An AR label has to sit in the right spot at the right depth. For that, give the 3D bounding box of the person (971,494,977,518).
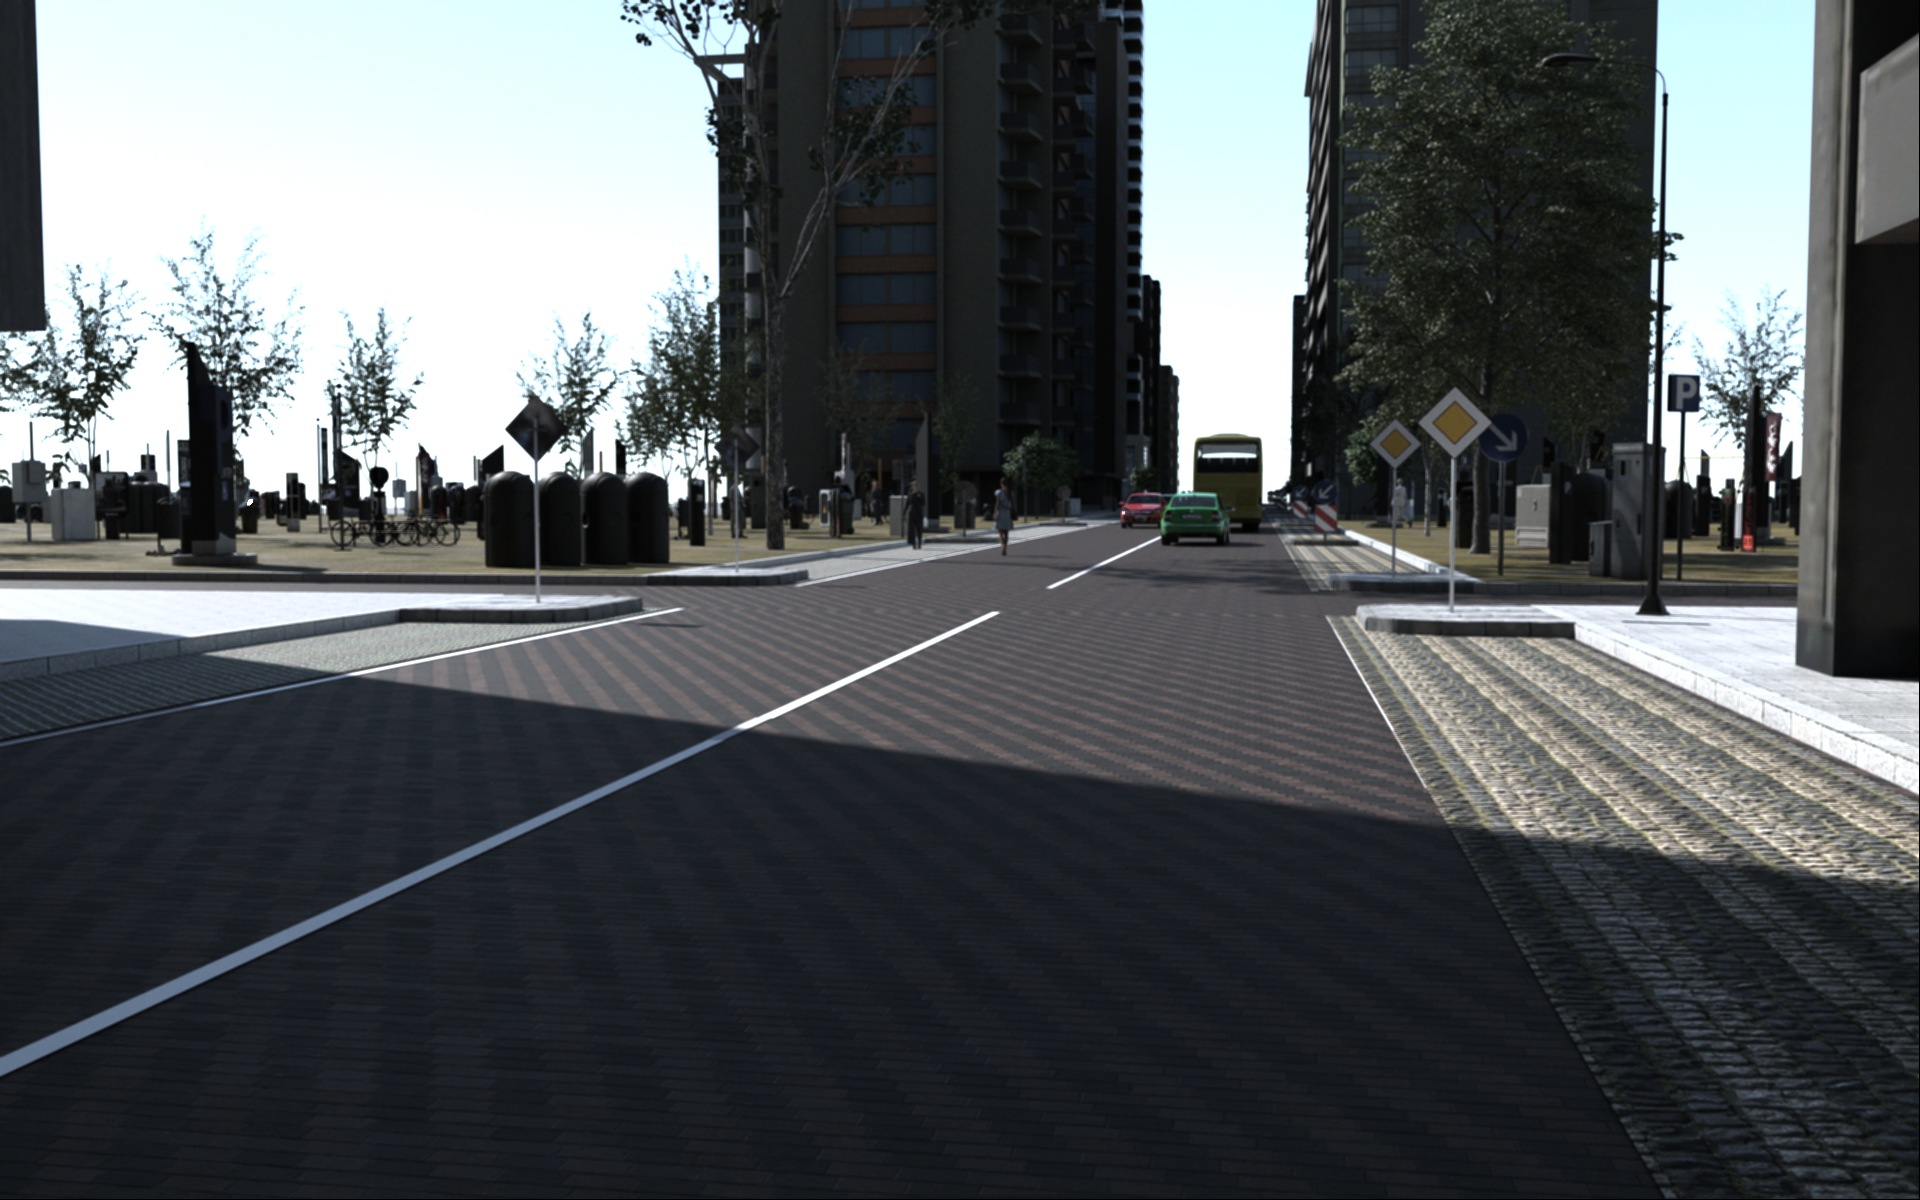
[{"bbox_3d":[0.668,-4.941,91.114,0.394,1.301,0.425,2,4,27],"label":"person"}]

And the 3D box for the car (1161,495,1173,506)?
[{"bbox_3d":[11.791,-5.325,99.074,2.014,1.417,4.499,1,4,10],"label":"car"}]

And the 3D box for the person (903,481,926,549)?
[{"bbox_3d":[-1.168,-2.194,44.798,0.576,1.772,0.534,-1,4,-16],"label":"person"}]

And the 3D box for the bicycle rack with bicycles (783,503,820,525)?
[{"bbox_3d":[-7.291,-3.626,72.664,2.925,0.926,2.852,-3,5,-40],"label":"bicycle rack with bicycles"}]

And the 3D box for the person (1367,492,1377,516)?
[{"bbox_3d":[24.700,-5.719,102.815,1.065,1.426,0.557,2,4,30],"label":"person"}]

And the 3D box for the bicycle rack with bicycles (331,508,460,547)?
[{"bbox_3d":[-13.773,-1.826,43.238,2.925,0.926,2.852,1,4,14],"label":"bicycle rack with bicycles"}]

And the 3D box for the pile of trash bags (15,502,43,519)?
[{"bbox_3d":[-47.154,-4.868,89.339,3.447,1.369,1.912,-2,4,-32],"label":"pile of trash bags"}]

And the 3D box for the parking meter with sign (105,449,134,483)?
[{"bbox_3d":[-32.581,-4.395,68.122,1.738,3.016,0.543,-2,4,-31],"label":"parking meter with sign"}]

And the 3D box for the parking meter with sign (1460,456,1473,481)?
[{"bbox_3d":[23.637,-5.040,78.668,1.738,3.016,0.543,3,4,38],"label":"parking meter with sign"}]

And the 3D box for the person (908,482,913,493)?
[{"bbox_3d":[-2.029,-3.960,71.207,0.534,1.772,0.576,-1,4,-9],"label":"person"}]

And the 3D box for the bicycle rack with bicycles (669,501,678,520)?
[{"bbox_3d":[-14.445,-4.438,85.946,2.852,0.926,2.925,3,5,40],"label":"bicycle rack with bicycles"}]

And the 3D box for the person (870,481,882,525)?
[{"bbox_3d":[-3.507,-4.032,71.947,0.573,1.828,0.580,-2,4,-23],"label":"person"}]

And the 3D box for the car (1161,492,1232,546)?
[{"bbox_3d":[6.795,-2.501,49.680,1.959,1.807,4.718,1,4,11],"label":"car"}]

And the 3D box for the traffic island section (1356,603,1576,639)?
[{"bbox_3d":[5.364,0.216,18.749,2.009,0.180,2.903,1,4,10],"label":"traffic island section"}]

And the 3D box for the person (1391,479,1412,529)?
[{"bbox_3d":[16.011,-3.481,62.834,0.818,1.842,0.514,2,4,35],"label":"person"}]

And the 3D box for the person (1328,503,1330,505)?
[{"bbox_3d":[22.607,-6.117,106.717,0.551,1.740,0.621,0,4,-3],"label":"person"}]

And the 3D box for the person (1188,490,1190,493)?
[{"bbox_3d":[16.748,-7.208,127.068,1.217,1.735,0.721,2,4,25],"label":"person"}]

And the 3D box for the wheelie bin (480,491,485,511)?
[{"bbox_3d":[-20.935,-4.256,77.494,0.980,1.594,0.693,-3,5,-42],"label":"wheelie bin"}]

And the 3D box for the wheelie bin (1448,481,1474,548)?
[{"bbox_3d":[12.095,-2.029,41.086,0.980,1.594,0.693,0,4,-1],"label":"wheelie bin"}]

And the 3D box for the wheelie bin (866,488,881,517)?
[{"bbox_3d":[-4.754,-5.344,95.290,0.693,1.594,0.980,-3,5,-40],"label":"wheelie bin"}]

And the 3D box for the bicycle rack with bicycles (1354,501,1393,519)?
[{"bbox_3d":[21.915,-4.705,90.314,2.852,0.926,2.925,2,4,35],"label":"bicycle rack with bicycles"}]

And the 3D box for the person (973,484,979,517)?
[{"bbox_3d":[0.809,-5.562,96.951,0.822,1.834,0.622,-2,4,-35],"label":"person"}]

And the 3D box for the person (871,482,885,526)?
[{"bbox_3d":[-3.318,-3.922,70.582,0.534,1.772,0.576,1,4,11],"label":"person"}]

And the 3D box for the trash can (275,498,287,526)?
[{"bbox_3d":[-27.124,-3.541,69.549,0.748,1.137,0.748,0,3,0],"label":"trash can"}]

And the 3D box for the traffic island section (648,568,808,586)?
[{"bbox_3d":[-3.687,-0.374,28.389,2.009,0.180,2.903,1,4,10],"label":"traffic island section"}]

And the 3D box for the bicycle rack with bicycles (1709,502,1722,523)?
[{"bbox_3d":[33.273,-3.869,76.645,2.852,0.926,2.925,-3,4,-38],"label":"bicycle rack with bicycles"}]

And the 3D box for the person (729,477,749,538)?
[{"bbox_3d":[-6.406,-2.692,50.260,0.583,1.804,0.606,1,4,10],"label":"person"}]

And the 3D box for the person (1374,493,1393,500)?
[{"bbox_3d":[24.700,-5.847,101.274,1.348,1.869,0.705,-2,4,-24],"label":"person"}]

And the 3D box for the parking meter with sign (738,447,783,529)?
[{"bbox_3d":[-7.404,-4.144,64.018,1.738,3.016,0.543,0,4,-7],"label":"parking meter with sign"}]

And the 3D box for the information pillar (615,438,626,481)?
[{"bbox_3d":[-14.122,-4.939,72.110,0.504,3.616,0.183,1,4,21],"label":"information pillar"}]

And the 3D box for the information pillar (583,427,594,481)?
[{"bbox_3d":[-12.962,-4.232,60.552,0.504,3.616,0.183,3,4,38],"label":"information pillar"}]

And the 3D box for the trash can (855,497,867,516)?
[{"bbox_3d":[-5.526,-5.209,96.828,0.748,1.137,0.748,0,3,0],"label":"trash can"}]

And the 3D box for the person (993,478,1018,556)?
[{"bbox_3d":[1.070,-1.936,40.243,0.616,1.811,0.778,0,4,-8],"label":"person"}]

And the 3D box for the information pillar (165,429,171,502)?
[{"bbox_3d":[-28.709,-4.370,62.799,0.183,3.616,0.504,-2,4,-35],"label":"information pillar"}]

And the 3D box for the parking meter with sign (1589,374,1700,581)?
[{"bbox_3d":[10.234,-1.825,26.093,0.543,3.016,1.738,-1,4,-23],"label":"parking meter with sign"}]

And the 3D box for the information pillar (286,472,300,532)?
[{"bbox_3d":[-22.569,-3.308,58.583,0.304,2.012,0.304,3,4,37],"label":"information pillar"}]

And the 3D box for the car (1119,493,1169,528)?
[{"bbox_3d":[7.929,-3.981,74.127,2.155,1.783,4.494,1,4,11],"label":"car"}]

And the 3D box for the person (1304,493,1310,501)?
[{"bbox_3d":[30.365,-8.889,151.909,0.750,1.759,0.617,1,4,8],"label":"person"}]

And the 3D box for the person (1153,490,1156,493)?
[{"bbox_3d":[21.579,-11.315,191.705,0.551,1.740,0.621,0,4,-2],"label":"person"}]

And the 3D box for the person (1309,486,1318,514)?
[{"bbox_3d":[23.242,-6.582,113.531,0.709,1.838,0.599,0,4,0],"label":"person"}]

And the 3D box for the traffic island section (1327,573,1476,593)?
[{"bbox_3d":[6.705,-0.265,26.621,2.009,0.180,2.903,1,4,10],"label":"traffic island section"}]

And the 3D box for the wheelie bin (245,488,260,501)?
[{"bbox_3d":[-39.431,-5.420,96.532,0.980,1.594,0.693,3,5,43],"label":"wheelie bin"}]

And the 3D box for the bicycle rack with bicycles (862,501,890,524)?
[{"bbox_3d":[-2.417,-3.773,75.067,2.925,0.926,2.852,-2,4,-28],"label":"bicycle rack with bicycles"}]

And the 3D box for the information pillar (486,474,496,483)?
[{"bbox_3d":[-17.137,-3.603,63.400,0.304,2.012,0.304,-3,4,-36],"label":"information pillar"}]

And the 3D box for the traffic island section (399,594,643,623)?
[{"bbox_3d":[-5.027,0.108,20.517,2.009,0.180,2.903,1,4,10],"label":"traffic island section"}]

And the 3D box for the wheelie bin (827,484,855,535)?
[{"bbox_3d":[-3.772,-2.885,55.078,0.980,1.594,0.693,3,4,38],"label":"wheelie bin"}]

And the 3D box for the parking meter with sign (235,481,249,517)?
[{"bbox_3d":[-40.927,-6.272,98.811,0.543,3.016,1.738,2,4,34],"label":"parking meter with sign"}]

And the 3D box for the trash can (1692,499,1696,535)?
[{"bbox_3d":[22.834,-2.592,54.032,0.748,1.137,0.748,0,3,0],"label":"trash can"}]

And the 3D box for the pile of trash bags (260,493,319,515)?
[{"bbox_3d":[-40.705,-5.832,105.104,3.447,1.369,1.912,-3,5,-41],"label":"pile of trash bags"}]

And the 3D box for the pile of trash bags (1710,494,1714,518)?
[{"bbox_3d":[38.732,-5.064,92.547,1.912,1.369,3.447,-2,4,-30],"label":"pile of trash bags"}]

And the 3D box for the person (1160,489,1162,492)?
[{"bbox_3d":[23.257,-11.900,200.578,0.705,1.831,1.348,1,4,11],"label":"person"}]

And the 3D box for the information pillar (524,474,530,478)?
[{"bbox_3d":[-16.246,-3.686,64.753,0.304,2.012,0.304,0,4,7],"label":"information pillar"}]

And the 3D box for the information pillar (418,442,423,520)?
[{"bbox_3d":[-24.086,-5.257,77.305,0.183,3.616,0.504,-2,4,-26],"label":"information pillar"}]

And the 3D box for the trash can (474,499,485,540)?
[{"bbox_3d":[-13.104,-2.229,48.099,0.748,1.137,0.748,0,3,0],"label":"trash can"}]

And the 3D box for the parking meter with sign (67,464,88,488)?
[{"bbox_3d":[-50.497,-6.266,98.706,0.543,3.016,1.738,1,4,8],"label":"parking meter with sign"}]
